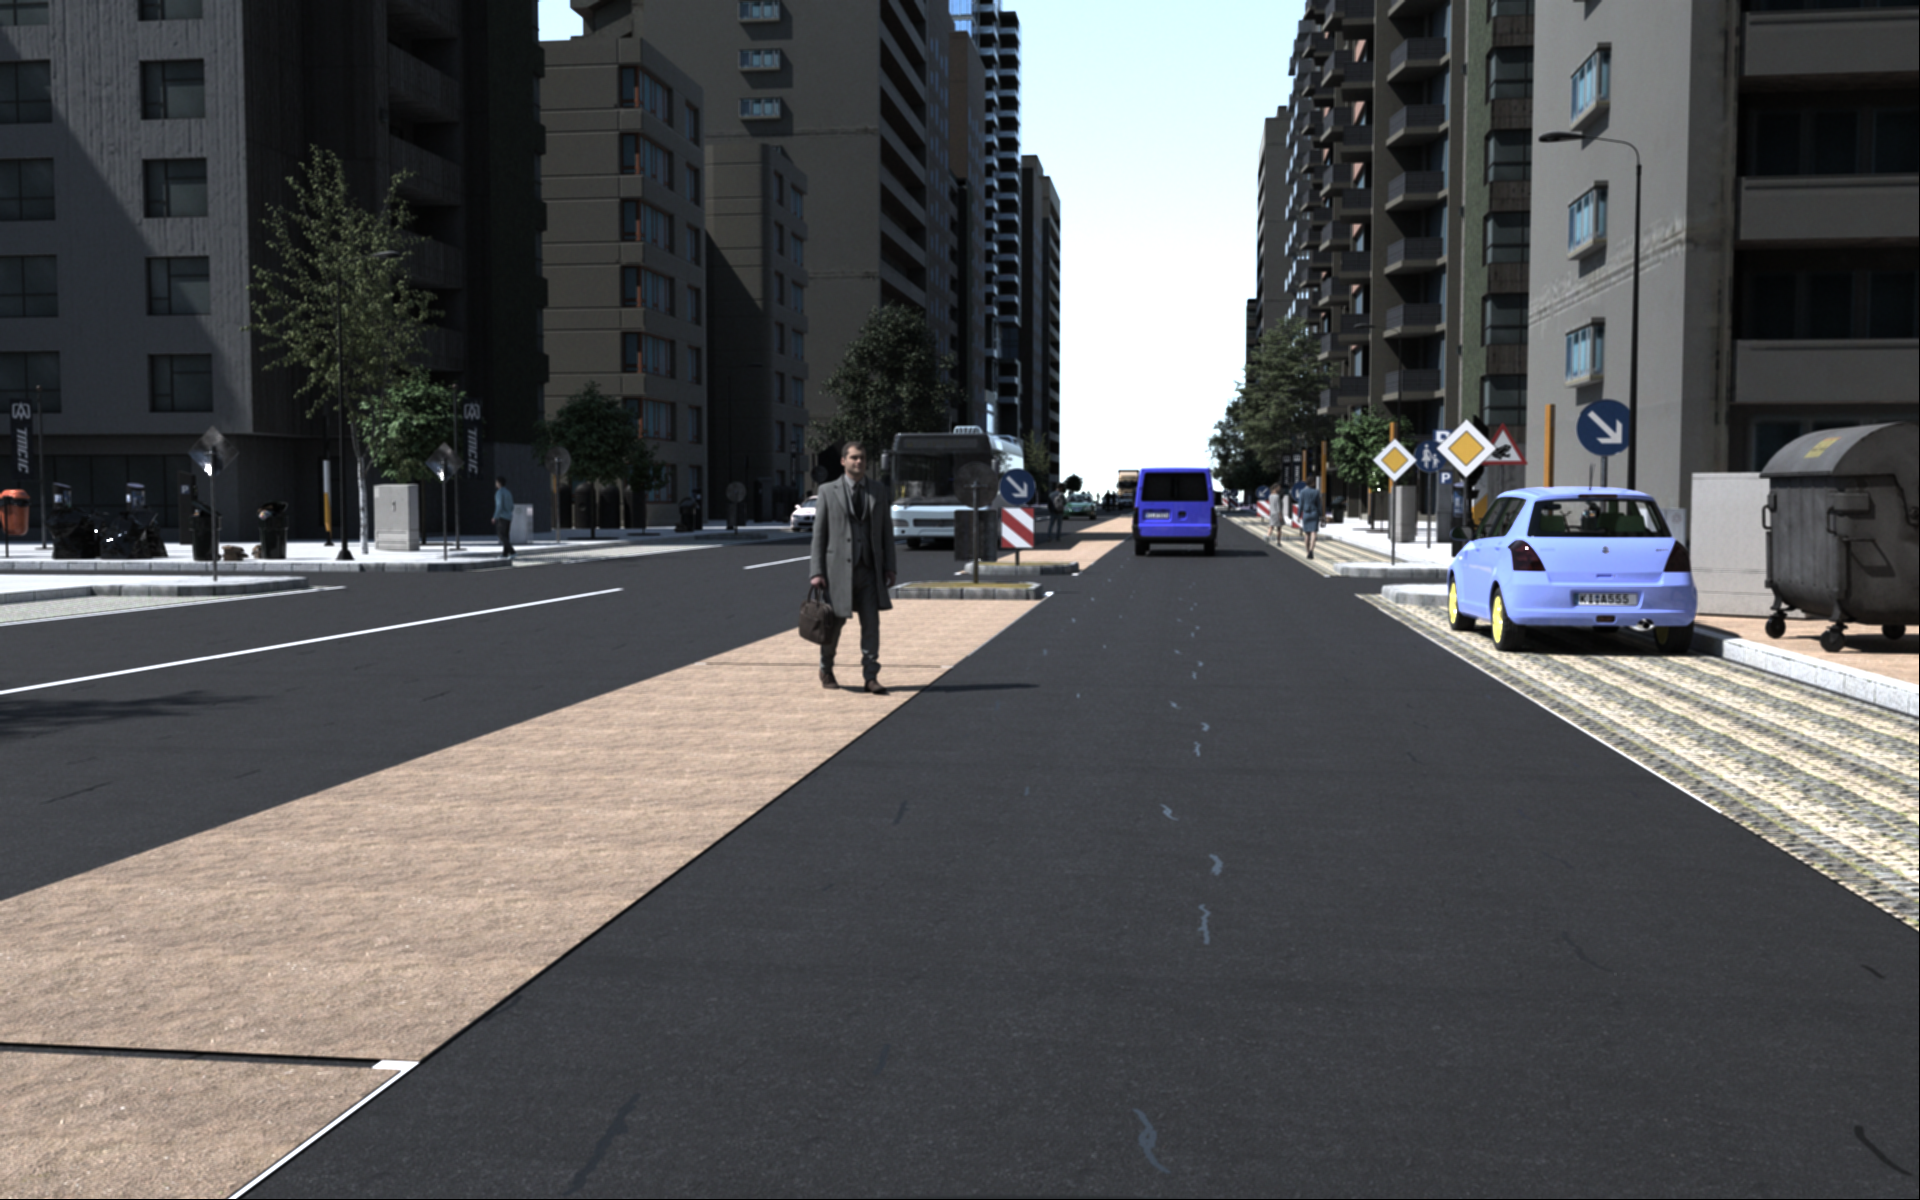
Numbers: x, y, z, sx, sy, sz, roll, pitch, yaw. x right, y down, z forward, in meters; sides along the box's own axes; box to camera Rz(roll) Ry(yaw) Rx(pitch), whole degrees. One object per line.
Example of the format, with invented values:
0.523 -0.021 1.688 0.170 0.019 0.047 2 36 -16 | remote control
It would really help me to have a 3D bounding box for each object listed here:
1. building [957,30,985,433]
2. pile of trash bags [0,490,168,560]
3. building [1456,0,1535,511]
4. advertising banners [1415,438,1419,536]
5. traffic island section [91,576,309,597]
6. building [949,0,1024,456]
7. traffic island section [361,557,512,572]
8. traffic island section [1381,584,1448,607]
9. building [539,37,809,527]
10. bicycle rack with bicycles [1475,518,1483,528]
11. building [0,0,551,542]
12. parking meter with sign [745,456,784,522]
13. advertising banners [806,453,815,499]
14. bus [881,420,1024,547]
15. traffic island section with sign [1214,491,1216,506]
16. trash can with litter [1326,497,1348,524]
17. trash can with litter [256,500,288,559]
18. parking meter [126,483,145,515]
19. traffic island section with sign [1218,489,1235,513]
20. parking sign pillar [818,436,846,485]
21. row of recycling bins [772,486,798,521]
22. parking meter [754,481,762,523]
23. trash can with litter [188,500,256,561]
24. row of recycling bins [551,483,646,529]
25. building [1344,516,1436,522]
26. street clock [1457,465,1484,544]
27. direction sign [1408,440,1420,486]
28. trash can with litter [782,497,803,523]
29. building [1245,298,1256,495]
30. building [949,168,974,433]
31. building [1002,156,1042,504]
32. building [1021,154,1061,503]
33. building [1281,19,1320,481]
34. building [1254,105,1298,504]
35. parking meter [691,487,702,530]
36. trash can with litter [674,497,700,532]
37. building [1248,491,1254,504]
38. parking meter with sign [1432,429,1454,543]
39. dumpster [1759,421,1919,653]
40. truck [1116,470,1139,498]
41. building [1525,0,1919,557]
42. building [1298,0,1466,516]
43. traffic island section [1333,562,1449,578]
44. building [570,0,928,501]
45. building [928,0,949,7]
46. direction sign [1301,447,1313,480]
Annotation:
-5.247 -31.580 166.447 14.600 45.320 14.200 0 4 7 | building
-17.722 -1.531 34.784 3.447 1.369 1.912 1 4 9 | pile of trash bags
24.311 -17.601 59.473 14.160 30.474 14.107 0 4 7 | building
14.237 -3.535 53.988 0.090 3.025 2.074 1 4 18 | advertising banners
-10.982 -0.196 25.493 2.009 0.180 2.903 0 4 7 | traffic island section
-2.894 -54.835 209.224 22.319 86.520 31.000 0 4 7 | building
-9.945 -0.681 33.411 2.009 0.180 2.903 0 4 7 | traffic island section
6.758 -0.055 23.175 2.009 0.180 2.903 0 4 7 | traffic island section
-23.857 -14.490 81.950 27.650 21.520 28.899 0 4 7 | building
12.193 -1.450 37.091 2.925 0.926 2.852 -1 4 -10 | bicycle rack with bicycles
-21.650 -17.125 51.691 14.160 30.474 14.107 0 4 7 | building
-8.989 -5.100 79.649 1.738 3.016 0.543 -1 4 -15 | parking meter with sign
-6.439 -4.800 74.669 0.090 3.025 2.074 -1 4 -14 | advertising banners
0.096 -3.324 49.204 2.948 3.499 13.247 0 4 6 | bus
23.838 -9.022 156.132 1.989 1.847 2.006 0 4 7 | traffic island section with sign
16.354 -3.915 75.404 1.055 1.170 0.624 -3 4 -38 | trash can with litter
-13.713 -1.396 34.218 1.055 1.170 0.624 3 5 45 | trash can with litter
-18.252 -1.833 38.385 0.372 1.533 0.369 0 3 0 | parking meter
20.344 -7.387 129.403 1.989 1.847 2.006 0 4 7 | traffic island section with sign
-5.909 -5.611 80.218 1.447 3.967 1.447 1 4 13 | parking sign pillar
-8.779 -4.786 85.362 1.069 1.692 3.534 1 4 14 | row of recycling bins
-9.029 -4.389 77.473 0.255 1.863 0.399 1 4 23 | parking meter
-14.215 -1.335 33.221 1.055 1.170 0.624 0 4 -3 | trash can with litter
-13.442 -3.503 64.382 3.534 1.692 1.069 0 4 -5 | row of recycling bins
30.213 -26.554 88.775 22.147 44.769 28.867 0 4 7 | building
9.663 -1.728 32.825 0.471 2.002 0.358 1 4 10 | street clock
19.075 -4.945 72.850 0.876 3.537 0.379 -3 5 -44 | direction sign
-7.416 -3.988 76.583 1.055 1.170 0.624 0 4 -6 | trash can with litter
48.845 -29.505 254.113 14.160 30.474 14.107 0 4 7 | building
-6.612 -23.300 152.660 14.160 30.474 14.107 0 4 7 | building
3.537 -35.614 232.392 14.600 45.320 14.200 0 4 7 | building
3.149 -38.377 251.165 21.300 48.544 21.600 0 4 7 | building
41.824 -33.059 160.116 23.786 49.044 30.456 0 4 7 | building
47.393 -35.959 211.625 21.300 48.544 21.600 0 4 7 | building
-9.337 -3.246 61.489 0.372 1.533 0.369 0 3 0 | parking meter
-9.215 -2.869 58.298 0.624 1.170 1.055 1 4 11 | trash can with litter
55.582 -33.143 233.761 32.217 40.220 23.993 0 4 7 | building
12.863 -3.044 46.027 0.543 3.016 1.738 1 4 12 | parking meter with sign
7.662 -0.540 14.584 1.264 1.857 1.865 0 4 8 | dumpster
19.560 -12.966 200.903 2.839 4.237 11.283 0 4 6 | truck
25.314 -25.482 40.340 21.600 48.544 21.300 0 4 7 | building
37.360 -29.134 130.971 22.147 44.769 28.867 0 4 7 | building
7.794 -0.539 31.093 2.009 0.180 2.903 0 4 7 | traffic island section
-14.306 -30.346 119.866 21.300 48.544 21.600 0 4 7 | building
-8.651 -29.794 137.246 14.600 45.320 14.200 0 4 7 | building
16.682 -5.590 83.398 0.876 3.537 0.379 -3 5 -42 | direction sign
